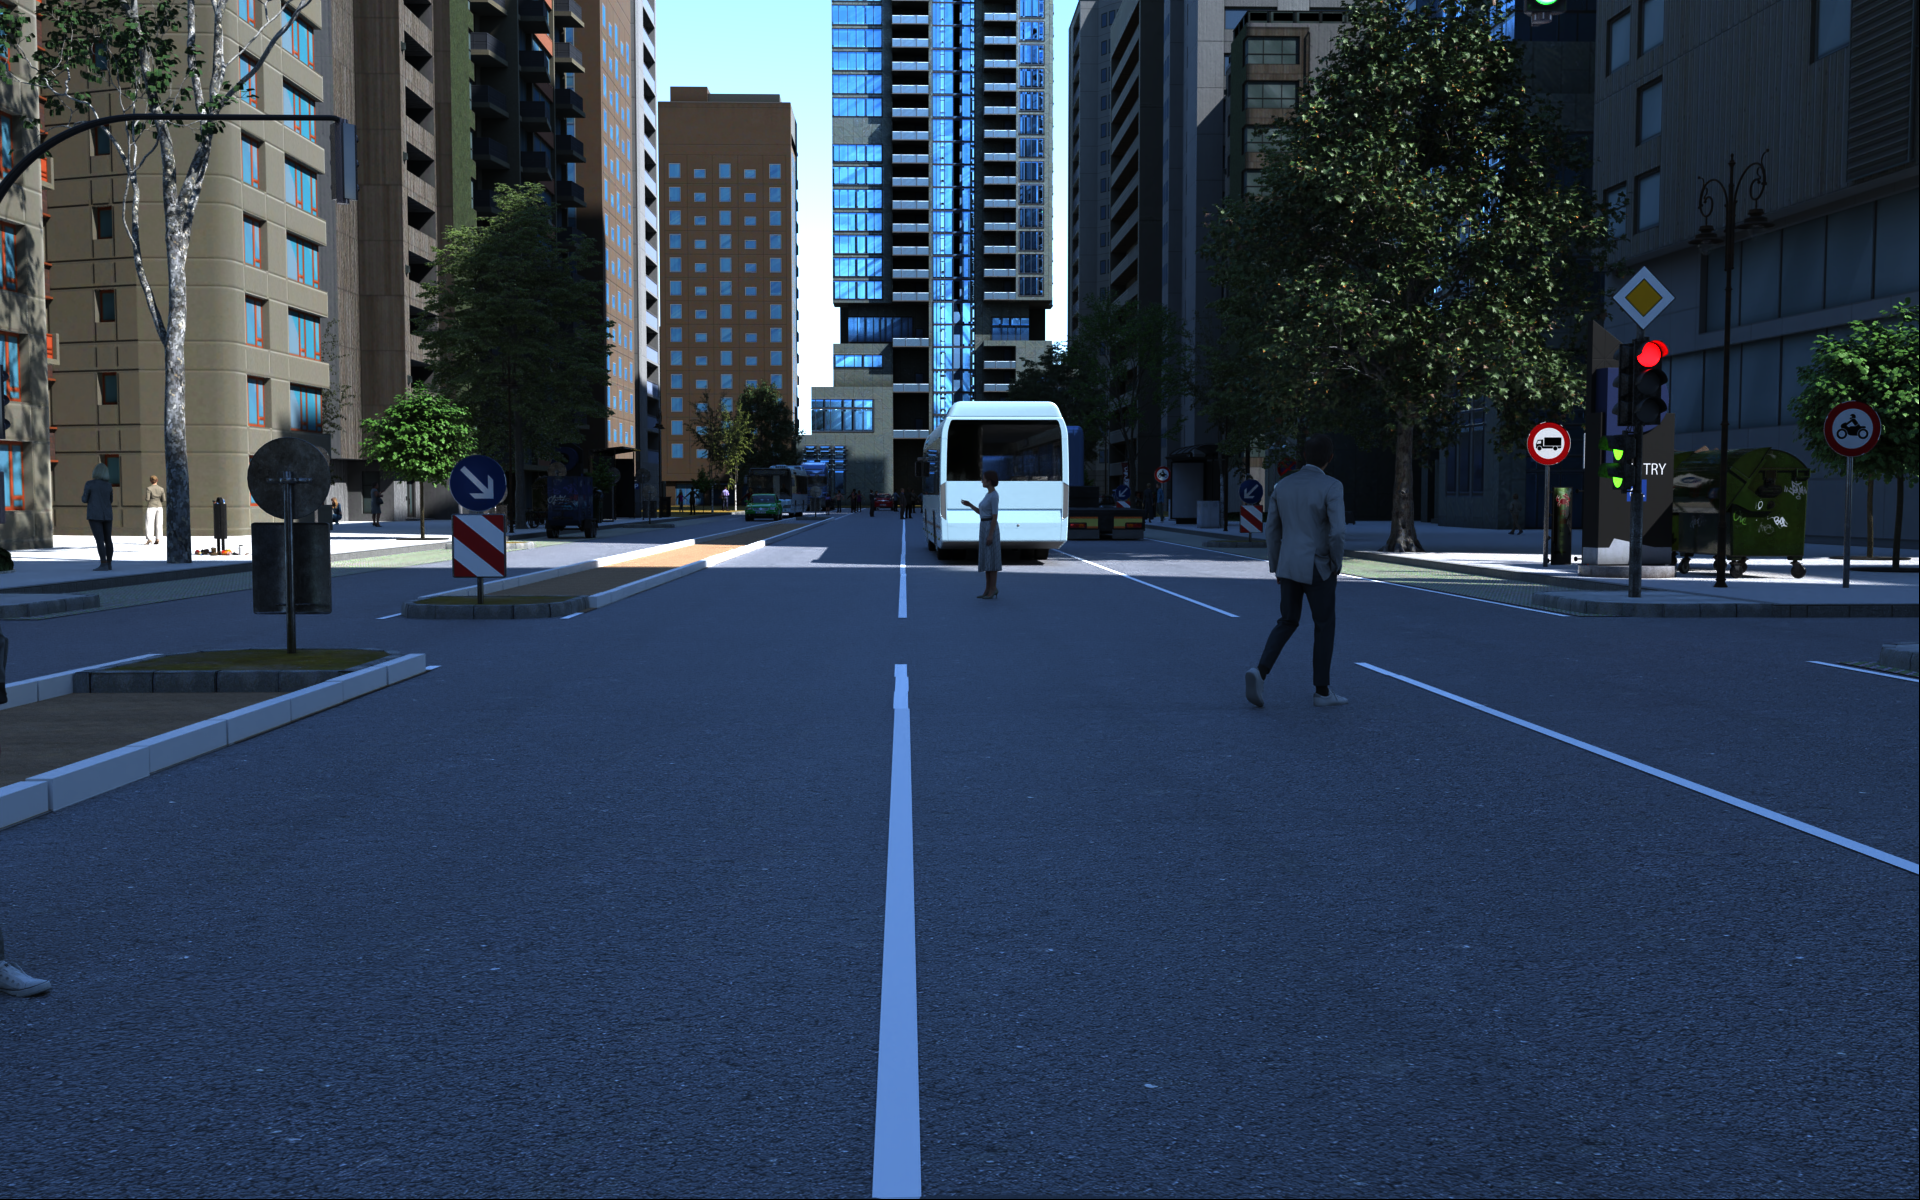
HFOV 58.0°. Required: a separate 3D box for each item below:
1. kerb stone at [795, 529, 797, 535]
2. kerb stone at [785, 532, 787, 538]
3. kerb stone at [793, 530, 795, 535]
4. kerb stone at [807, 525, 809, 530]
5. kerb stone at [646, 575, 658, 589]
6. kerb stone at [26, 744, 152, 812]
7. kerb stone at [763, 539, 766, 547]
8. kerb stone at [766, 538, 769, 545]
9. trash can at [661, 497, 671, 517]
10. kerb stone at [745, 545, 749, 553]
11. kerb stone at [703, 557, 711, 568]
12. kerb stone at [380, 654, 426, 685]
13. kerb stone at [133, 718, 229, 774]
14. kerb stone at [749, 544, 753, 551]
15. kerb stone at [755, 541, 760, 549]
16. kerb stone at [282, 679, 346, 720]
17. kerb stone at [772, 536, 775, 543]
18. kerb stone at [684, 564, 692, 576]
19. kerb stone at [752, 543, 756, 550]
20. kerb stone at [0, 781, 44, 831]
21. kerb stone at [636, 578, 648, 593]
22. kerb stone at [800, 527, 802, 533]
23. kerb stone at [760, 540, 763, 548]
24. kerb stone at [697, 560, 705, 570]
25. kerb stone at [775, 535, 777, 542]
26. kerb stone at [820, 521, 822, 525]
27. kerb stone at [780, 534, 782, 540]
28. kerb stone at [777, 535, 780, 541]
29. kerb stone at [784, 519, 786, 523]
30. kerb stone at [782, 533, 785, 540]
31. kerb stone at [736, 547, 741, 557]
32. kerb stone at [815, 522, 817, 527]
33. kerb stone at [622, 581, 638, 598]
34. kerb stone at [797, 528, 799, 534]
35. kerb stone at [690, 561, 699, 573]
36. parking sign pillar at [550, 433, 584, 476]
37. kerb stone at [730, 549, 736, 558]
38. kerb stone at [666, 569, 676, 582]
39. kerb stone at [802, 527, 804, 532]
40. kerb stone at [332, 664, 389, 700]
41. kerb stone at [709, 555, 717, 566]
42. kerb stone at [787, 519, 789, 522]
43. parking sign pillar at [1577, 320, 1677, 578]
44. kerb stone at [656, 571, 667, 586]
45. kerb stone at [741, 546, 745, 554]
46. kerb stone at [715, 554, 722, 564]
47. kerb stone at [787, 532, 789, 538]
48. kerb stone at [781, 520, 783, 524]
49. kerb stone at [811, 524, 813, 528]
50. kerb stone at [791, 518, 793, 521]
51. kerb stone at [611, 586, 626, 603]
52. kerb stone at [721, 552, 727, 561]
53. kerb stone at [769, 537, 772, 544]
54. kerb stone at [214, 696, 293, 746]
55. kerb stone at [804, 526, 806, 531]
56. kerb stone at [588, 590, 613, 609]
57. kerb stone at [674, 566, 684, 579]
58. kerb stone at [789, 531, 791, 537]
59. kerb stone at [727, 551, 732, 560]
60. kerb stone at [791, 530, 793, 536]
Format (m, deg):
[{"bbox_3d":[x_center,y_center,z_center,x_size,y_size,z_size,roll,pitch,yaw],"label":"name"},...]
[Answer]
[{"bbox_3d":[-5.834,-2.319,60.108,0.120,0.150,1.000,0,4,-2],"label":"kerb stone"},{"bbox_3d":[-5.668,-2.001,54.981,0.120,0.150,1.000,0,4,-2],"label":"kerb stone"},{"bbox_3d":[-5.809,-2.255,59.084,0.120,0.150,1.000,0,4,-2],"label":"kerb stone"},{"bbox_3d":[-6.062,-2.756,67.277,0.120,0.150,1.000,0,4,-2],"label":"kerb stone"},{"bbox_3d":[-4.748,-0.250,26.284,0.120,0.150,1.000,0,4,-2],"label":"kerb stone"},{"bbox_3d":[-4.166,0.850,8.305,0.120,0.150,1.000,0,4,-2],"label":"kerb stone"},{"bbox_3d":[-5.406,-1.504,46.786,0.120,0.150,1.000,0,4,-2],"label":"kerb stone"},{"bbox_3d":[-5.444,-1.563,47.810,0.120,0.150,1.000,0,4,-2],"label":"kerb stone"},{"bbox_3d":[-16.253,-5.128,95.493,0.748,1.137,0.748,0,3,0],"label":"trash can"},{"bbox_3d":[-5.245,-1.190,41.659,0.120,0.150,1.000,0,4,-2],"label":"kerb stone"},{"bbox_3d":[-4.985,-0.685,33.465,0.120,0.150,1.000,0,4,-2],"label":"kerb stone"},{"bbox_3d":[-4.340,0.537,13.423,0.120,0.150,1.000,0,4,-2],"label":"kerb stone"},{"bbox_3d":[-4.206,0.787,9.326,0.120,0.150,1.000,0,4,-2],"label":"kerb stone"},{"bbox_3d":[-5.270,-1.247,42.682,0.120,0.150,1.000,0,4,-2],"label":"kerb stone"},{"bbox_3d":[-5.343,-1.377,44.738,0.120,0.150,1.000,0,4,-2],"label":"kerb stone"},{"bbox_3d":[-4.274,0.665,11.369,0.120,0.150,1.000,0,4,-2],"label":"kerb stone"},{"bbox_3d":[-5.508,-1.691,49.859,0.120,0.150,1.000,0,4,-2],"label":"kerb stone"},{"bbox_3d":[-4.875,-0.502,30.400,0.120,0.150,1.000,0,4,-2],"label":"kerb stone"},{"bbox_3d":[-5.310,-1.308,43.705,0.120,0.150,1.000,0,4,-2],"label":"kerb stone"},{"bbox_3d":[-4.142,0.920,7.282,0.120,0.150,1.000,0,4,-2],"label":"kerb stone"},{"bbox_3d":[-4.718,-0.186,25.262,0.120,0.150,1.000,0,4,-2],"label":"kerb stone"},{"bbox_3d":[-5.936,-2.504,63.176,0.120,0.150,1.000,0,4,-2],"label":"kerb stone"},{"bbox_3d":[-5.373,-1.439,45.765,0.120,0.150,1.000,0,4,-2],"label":"kerb stone"},{"bbox_3d":[-4.946,-0.625,32.443,0.120,0.150,1.000,0,4,-2],"label":"kerb stone"},{"bbox_3d":[-5.537,-1.755,50.888,0.120,0.150,1.000,0,4,-2],"label":"kerb stone"},{"bbox_3d":[-6.394,-3.384,77.526,0.120,0.150,1.000,0,4,-2],"label":"kerb stone"},{"bbox_3d":[-5.611,-1.880,52.932,0.120,0.150,1.000,0,4,-2],"label":"kerb stone"},{"bbox_3d":[-5.571,-1.817,51.910,0.120,0.150,1.000,0,4,-2],"label":"kerb stone"},{"bbox_3d":[-8.721,-3.817,84.597,0.120,0.150,1.000,0,4,-2],"label":"kerb stone"},{"bbox_3d":[-5.634,-1.943,53.957,0.120,0.150,1.000,0,4,-2],"label":"kerb stone"},{"bbox_3d":[-5.179,-1.065,39.616,0.120,0.150,1.000,0,4,-2],"label":"kerb stone"},{"bbox_3d":[-6.270,-3.132,73.426,0.120,0.150,1.000,0,4,-2],"label":"kerb stone"},{"bbox_3d":[-4.681,-0.124,24.227,0.120,0.150,1.000,0,4,-2],"label":"kerb stone"},{"bbox_3d":[-5.867,-2.379,61.130,0.120,0.150,1.000,0,4,-2],"label":"kerb stone"},{"bbox_3d":[-4.910,-0.564,31.422,0.120,0.150,1.000,0,4,-2],"label":"kerb stone"},{"bbox_3d":[-16.144,-5.053,71.095,1.447,3.967,1.447,0,4,4],"label":"parking sign pillar"},{"bbox_3d":[-5.149,-0.995,38.590,0.120,0.150,1.000,0,4,-2],"label":"kerb stone"},{"bbox_3d":[-4.813,-0.376,28.341,0.120,0.150,1.000,0,4,-2],"label":"kerb stone"},{"bbox_3d":[-5.962,-2.564,64.200,0.120,0.150,1.000,0,4,-2],"label":"kerb stone"},{"bbox_3d":[-4.315,0.599,12.398,0.120,0.150,1.000,0,4,-2],"label":"kerb stone"},{"bbox_3d":[-5.004,-0.749,34.487,0.120,0.150,1.000,0,4,-2],"label":"kerb stone"},{"bbox_3d":[-8.785,-3.942,86.648,0.120,0.150,1.000,0,4,-2],"label":"kerb stone"},{"bbox_3d":[10.414,-2.352,26.936,1.447,3.967,1.447,-1,4,-13],"label":"parking sign pillar"},{"bbox_3d":[-4.783,-0.313,27.309,0.120,0.150,1.000,0,4,-2],"label":"kerb stone"},{"bbox_3d":[-5.216,-1.118,40.638,0.120,0.150,1.000,0,4,-2],"label":"kerb stone"},{"bbox_3d":[-5.053,-0.814,35.509,0.120,0.150,1.000,0,4,-2],"label":"kerb stone"},{"bbox_3d":[-5.706,-2.068,56.004,0.120,0.150,1.000,0,4,-2],"label":"kerb stone"},{"bbox_3d":[-8.650,-3.687,82.546,0.120,0.150,1.000,0,4,-2],"label":"kerb stone"},{"bbox_3d":[-6.165,-2.945,70.345,0.120,0.150,1.000,0,4,-2],"label":"kerb stone"},{"bbox_3d":[-8.895,-4.130,89.725,0.120,0.150,1.000,0,4,-2],"label":"kerb stone"},{"bbox_3d":[-4.648,-0.056,23.205,0.120,0.150,1.000,0,4,-2],"label":"kerb stone"},{"bbox_3d":[-5.082,-0.877,36.542,0.120,0.150,1.000,0,4,-2],"label":"kerb stone"},{"bbox_3d":[-5.481,-1.629,48.832,0.120,0.150,1.000,0,4,-2],"label":"kerb stone"},{"bbox_3d":[-4.237,0.725,10.347,0.120,0.150,1.000,0,4,-2],"label":"kerb stone"},{"bbox_3d":[-5.999,-2.626,65.221,0.120,0.150,1.000,0,4,-2],"label":"kerb stone"},{"bbox_3d":[-4.617,0.001,22.174,0.120,0.150,1.000,0,4,-2],"label":"kerb stone"},{"bbox_3d":[-4.846,-0.439,29.371,0.120,0.150,1.000,0,4,-2],"label":"kerb stone"},{"bbox_3d":[-5.734,-2.130,57.026,0.120,0.150,1.000,0,4,-2],"label":"kerb stone"},{"bbox_3d":[-5.115,-0.933,37.564,0.120,0.150,1.000,0,4,-2],"label":"kerb stone"},{"bbox_3d":[-5.773,-2.191,58.052,0.120,0.150,1.000,0,4,-2],"label":"kerb stone"}]
